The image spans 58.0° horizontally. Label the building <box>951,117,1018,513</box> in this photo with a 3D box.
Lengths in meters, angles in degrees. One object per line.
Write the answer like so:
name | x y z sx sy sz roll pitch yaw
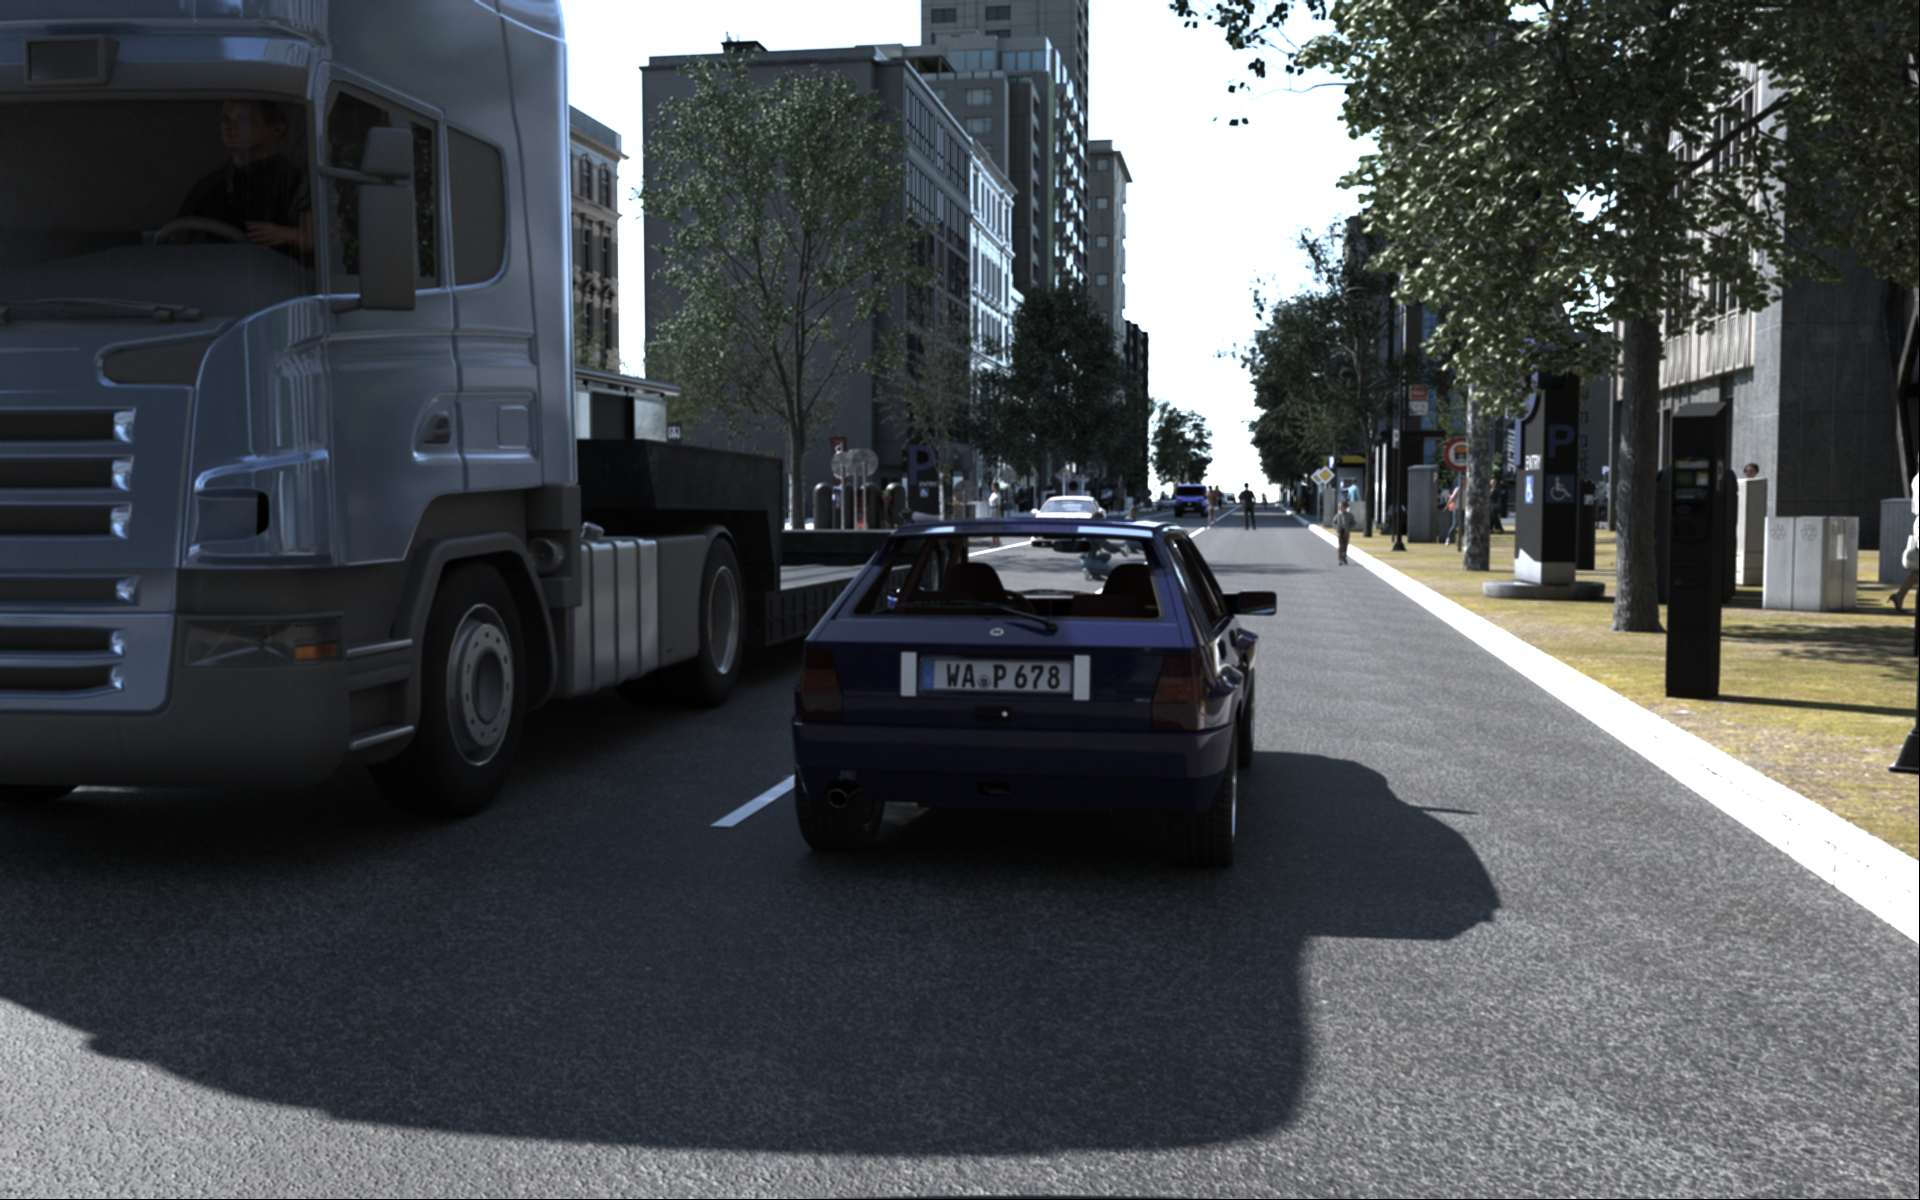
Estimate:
building | -3.789 -20.737 124.953 13.634 28.700 20.117 1 4 10

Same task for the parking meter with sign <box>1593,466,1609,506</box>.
parking meter with sign | 39.307 -6.753 106.669 1.738 3.016 0.543 -3 5 -39

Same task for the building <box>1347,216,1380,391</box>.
building | 63.759 -34.932 254.733 14.154 41.232 14.086 1 4 10

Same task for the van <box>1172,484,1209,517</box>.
van | 14.479 -6.346 108.146 2.240 2.365 5.245 1 4 11

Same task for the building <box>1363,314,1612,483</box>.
building | 60.902 -21.693 199.725 27.650 21.520 28.899 1 4 10

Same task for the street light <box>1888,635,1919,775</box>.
street light | 3.948 -2.165 7.935 1.470 5.913 1.316 1 4 10

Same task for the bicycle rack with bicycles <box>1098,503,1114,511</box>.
bicycle rack with bicycles | 9.970 -6.983 127.554 2.925 0.926 2.852 -1 4 -8

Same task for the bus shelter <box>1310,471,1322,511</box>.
bus shelter | 24.744 -7.525 116.955 2.014 3.302 5.546 1 4 10

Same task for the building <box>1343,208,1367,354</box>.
building | 66.808 -37.835 268.711 14.600 45.320 14.200 1 4 10

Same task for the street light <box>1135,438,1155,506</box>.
street light | 15.052 -10.423 142.960 1.470 5.913 1.316 1 4 10

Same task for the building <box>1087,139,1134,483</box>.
building | 10.949 -41.173 262.411 28.713 52.752 27.495 1 4 10

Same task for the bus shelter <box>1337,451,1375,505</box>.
bus shelter | 19.193 -5.537 84.457 2.014 3.302 5.546 1 4 10

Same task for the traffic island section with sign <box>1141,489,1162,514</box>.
traffic island section with sign | 13.972 -7.320 128.304 1.989 1.847 2.006 1 4 10

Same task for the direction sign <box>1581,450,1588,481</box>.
direction sign | 32.549 -6.011 90.281 0.379 3.537 0.876 3 5 39

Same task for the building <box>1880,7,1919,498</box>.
building | 26.224 -9.968 30.423 16.820 18.784 16.811 1 4 10

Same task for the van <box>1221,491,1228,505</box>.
van | 33.980 -13.411 226.286 2.013 2.044 4.112 1 4 11

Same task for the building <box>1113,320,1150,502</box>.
building | 24.935 -32.126 296.959 14.160 30.474 14.107 1 4 10

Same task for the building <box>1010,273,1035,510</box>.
building | 0.006 -17.648 143.302 10.420 20.320 16.860 1 4 10

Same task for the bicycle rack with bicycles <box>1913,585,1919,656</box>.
bicycle rack with bicycles | 8.975 0.006 13.286 2.925 0.926 2.852 -2 4 -27

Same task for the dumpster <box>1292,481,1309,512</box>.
dumpster | 24.867 -7.534 125.680 1.502 2.255 1.985 1 4 10

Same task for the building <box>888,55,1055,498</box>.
building | 1.101 -29.369 163.776 14.154 41.232 14.086 1 4 10

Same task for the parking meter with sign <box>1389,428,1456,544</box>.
parking meter with sign | 12.137 -3.003 45.361 1.738 3.016 0.543 3 5 40

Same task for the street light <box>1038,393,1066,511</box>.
street light | 4.201 -6.582 80.157 1.470 5.913 1.316 1 4 10

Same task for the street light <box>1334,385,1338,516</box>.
street light | 14.729 -5.983 70.359 1.470 5.913 1.316 1 4 10

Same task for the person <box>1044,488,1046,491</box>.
person | 7.068 -8.549 146.169 0.444 1.785 0.601 -3 4 -36

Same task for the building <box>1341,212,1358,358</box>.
building | 75.231 -40.990 289.786 23.786 49.044 30.456 1 4 10

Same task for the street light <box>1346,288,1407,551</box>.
street light | 9.388 -4.068 39.056 1.470 5.913 1.316 1 4 10

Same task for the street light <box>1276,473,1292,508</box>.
street light | 31.091 -11.801 165.487 1.470 5.913 1.316 1 4 10

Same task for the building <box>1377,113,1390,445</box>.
building | 50.893 -32.341 178.893 14.600 45.320 14.200 1 4 10

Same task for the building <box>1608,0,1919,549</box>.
building | 26.777 -14.112 48.752 12.078 24.808 19.932 1 4 10

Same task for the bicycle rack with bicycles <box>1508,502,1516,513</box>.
bicycle rack with bicycles | 37.353 -6.208 114.880 2.852 0.926 2.925 -2 4 -33

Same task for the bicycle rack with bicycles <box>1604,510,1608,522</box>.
bicycle rack with bicycles | 30.297 -3.845 76.249 2.852 0.926 2.925 -3 5 -40

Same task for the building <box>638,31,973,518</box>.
building | -8.041 -18.951 103.363 14.314 27.812 24.014 1 4 10

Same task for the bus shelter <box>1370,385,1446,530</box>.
bus shelter | 15.678 -5.115 61.262 2.179 5.291 8.768 1 4 10

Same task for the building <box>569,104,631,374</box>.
building | -43.892 -20.094 104.953 44.131 29.872 17.030 1 4 10

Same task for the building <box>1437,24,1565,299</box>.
building | 48.730 -31.413 163.710 14.600 45.320 14.200 1 4 10

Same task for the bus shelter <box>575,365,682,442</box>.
bus shelter | -7.107 -3.128 28.783 2.179 5.291 8.768 1 4 10

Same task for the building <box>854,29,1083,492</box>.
building | 1.301 -34.672 186.497 23.786 49.044 30.456 1 4 10

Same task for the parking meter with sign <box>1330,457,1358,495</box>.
parking meter with sign | 18.134 -5.164 80.695 1.738 3.016 0.543 -1 4 -9

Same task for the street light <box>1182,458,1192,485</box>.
street light | 28.350 -15.136 220.021 1.470 5.913 1.316 1 4 10

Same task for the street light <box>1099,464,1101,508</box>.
street light | 9.581 -8.505 111.590 1.470 5.913 1.316 1 4 10

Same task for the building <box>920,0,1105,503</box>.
building | 7.188 -47.243 210.670 20.563 71.187 20.611 1 4 10

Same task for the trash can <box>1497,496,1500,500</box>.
trash can | 45.962 -8.292 147.222 0.748 1.137 0.748 0 3 0

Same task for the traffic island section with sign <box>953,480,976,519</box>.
traffic island section with sign | 0.110 -2.404 47.939 1.989 1.847 2.006 1 4 10

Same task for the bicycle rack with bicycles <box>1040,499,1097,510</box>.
bicycle rack with bicycles | 6.327 -5.573 104.504 2.852 0.926 2.925 -1 4 -15

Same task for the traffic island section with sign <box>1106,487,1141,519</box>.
traffic island section with sign | 9.396 -5.695 101.738 1.989 1.847 2.006 1 4 10

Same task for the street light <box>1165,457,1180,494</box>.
street light | 22.944 -13.233 188.894 1.470 5.913 1.316 1 4 10
